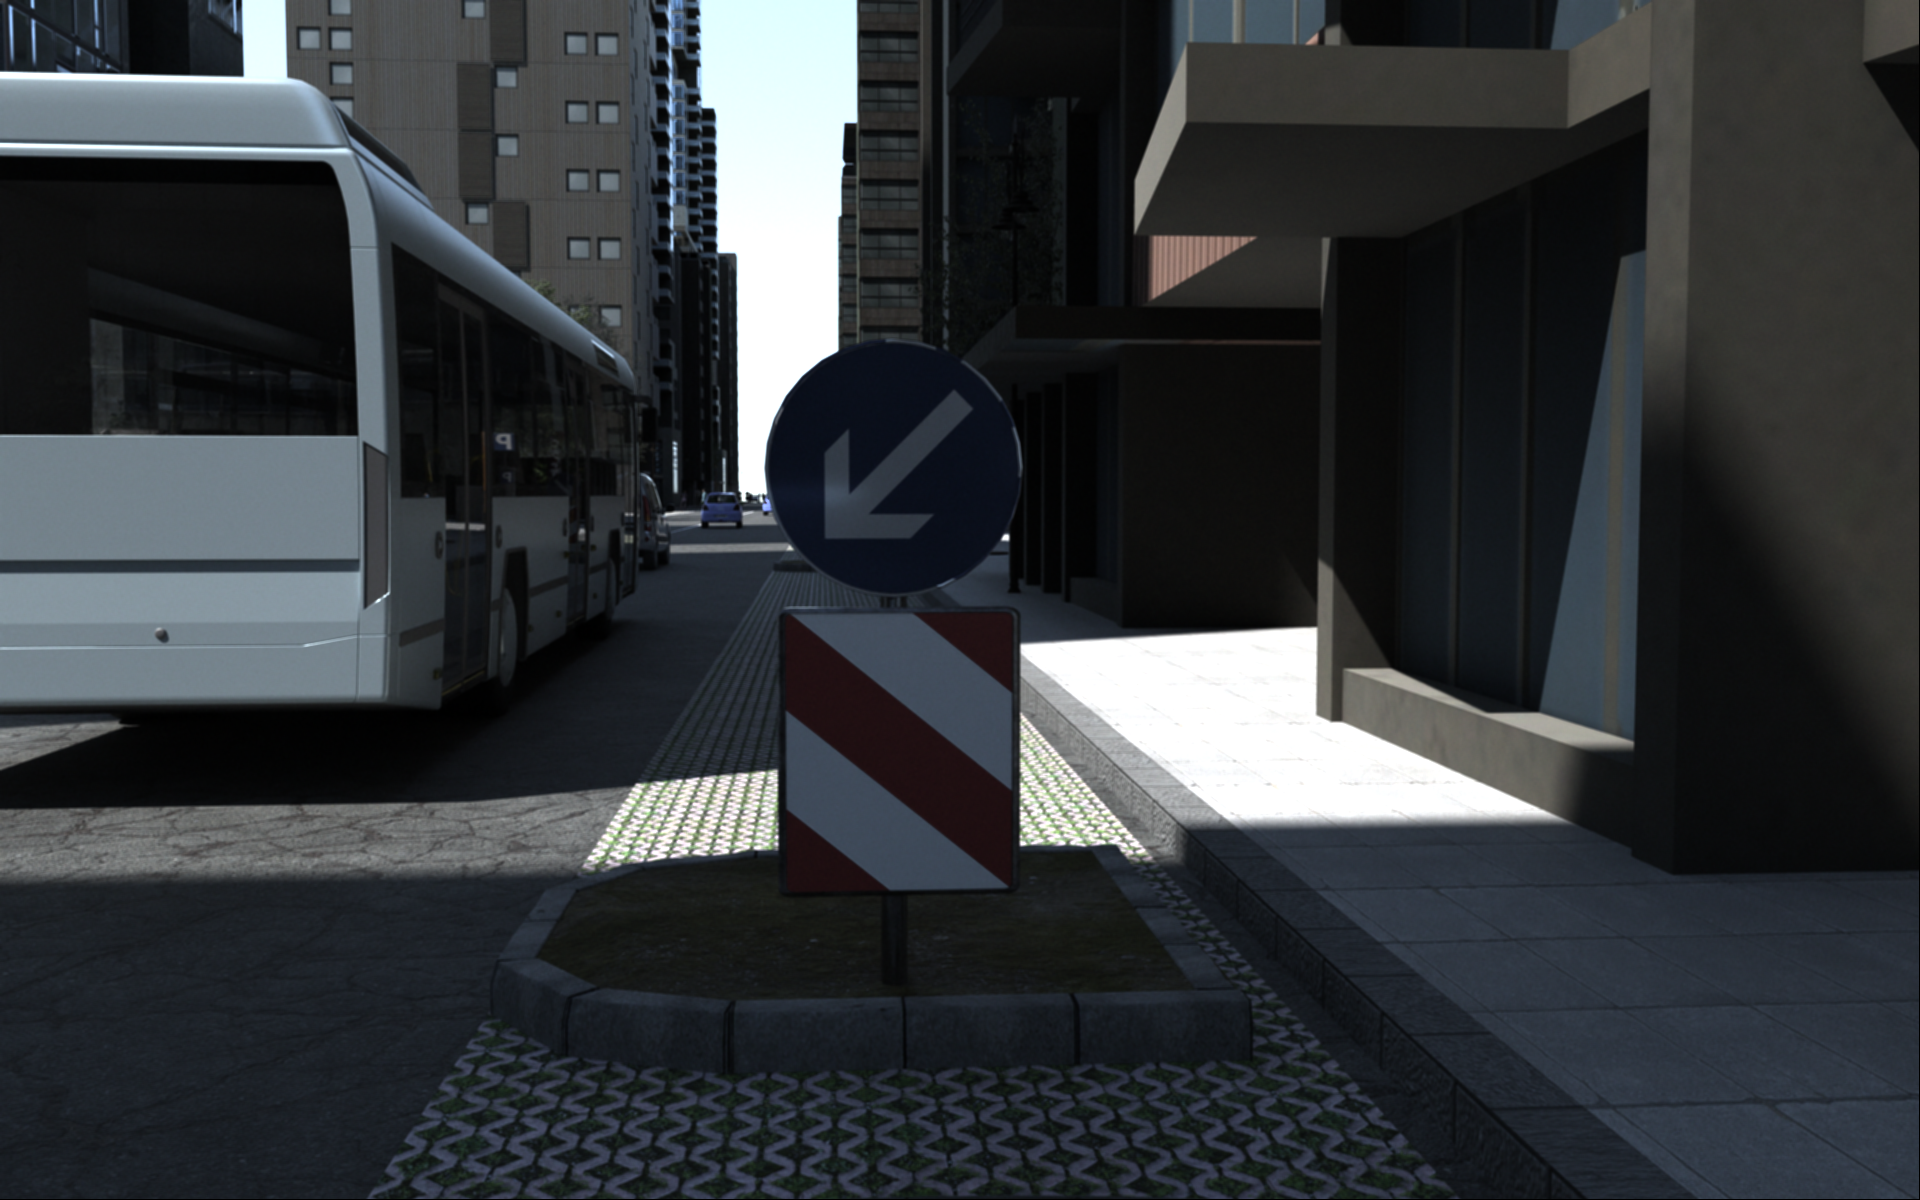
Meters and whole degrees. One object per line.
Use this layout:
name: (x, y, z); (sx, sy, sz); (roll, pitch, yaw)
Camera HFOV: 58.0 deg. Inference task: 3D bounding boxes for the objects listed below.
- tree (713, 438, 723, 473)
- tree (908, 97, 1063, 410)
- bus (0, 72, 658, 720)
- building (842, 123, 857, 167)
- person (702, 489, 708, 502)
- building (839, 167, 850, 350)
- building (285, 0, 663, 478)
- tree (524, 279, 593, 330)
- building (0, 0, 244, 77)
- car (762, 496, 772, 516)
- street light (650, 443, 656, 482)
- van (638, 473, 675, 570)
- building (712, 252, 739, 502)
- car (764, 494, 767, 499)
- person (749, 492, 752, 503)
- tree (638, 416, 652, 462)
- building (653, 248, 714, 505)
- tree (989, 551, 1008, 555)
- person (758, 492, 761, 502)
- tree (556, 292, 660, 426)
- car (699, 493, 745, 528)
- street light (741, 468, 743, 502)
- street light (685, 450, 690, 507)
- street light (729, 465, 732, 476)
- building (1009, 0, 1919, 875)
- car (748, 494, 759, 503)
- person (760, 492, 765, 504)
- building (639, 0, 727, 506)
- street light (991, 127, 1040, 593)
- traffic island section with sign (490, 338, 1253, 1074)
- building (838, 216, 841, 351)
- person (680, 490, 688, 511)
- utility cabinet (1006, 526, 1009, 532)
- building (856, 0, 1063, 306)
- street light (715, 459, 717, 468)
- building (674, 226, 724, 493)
tree: (-31.513, -16.256, 216.152); (4.737, 8.622, 4.395); (0, 3, 0)
tree: (0.961, -4.970, 31.620); (4.360, 8.622, 3.978); (0, 3, 0)
bus: (-4.437, -1.183, 14.199); (2.948, 3.499, 13.247); (0, 4, -5)
building: (-2.694, -33.525, 202.754); (22.147, 44.769, 28.867); (0, 4, -5)
person: (-18.566, -7.207, 126.352); (0.620, 1.820, 0.660); (1, 4, 16)
building: (-3.673, -23.519, 156.239); (14.160, 30.474, 14.107); (0, 4, -5)
building: (-40.931, -34.379, 151.331); (28.713, 52.752, 27.495); (0, 4, -5)
tree: (-22.456, -10.645, 92.165); (7.486, 12.596, 7.792); (0, 3, 0)
building: (-33.342, -44.801, 45.166); (31.000, 86.520, 22.319); (0, 4, -5)
car: (-12.386, -6.564, 116.907); (1.945, 1.707, 3.694); (0, 4, -4)
street light: (-24.990, -10.304, 141.264); (0.468, 5.910, 1.993); (0, 4, -5)
van: (-6.681, -1.660, 34.145); (2.013, 2.044, 4.112); (0, 4, -4)
building: (-43.854, -36.772, 284.819); (14.154, 41.232, 14.086); (0, 4, -5)
car: (-29.018, -15.632, 264.627); (2.155, 1.783, 4.494); (0, 4, -5)
person: (-32.389, -15.824, 268.146); (0.541, 1.710, 0.530); (0, 4, -2)
tree: (-24.295, -10.678, 124.948); (4.360, 8.622, 3.978); (0, 3, 0)
building: (-36.642, -26.454, 204.216); (14.160, 30.474, 14.107); (0, 4, -5)
tree: (0.647, -2.586, 36.879); (1.663, 3.219, 1.824); (0, 3, 0)
person: (-34.476, -17.637, 296.731); (0.599, 1.838, 0.709); (1, 4, 10)
tree: (-23.284, -11.869, 104.435); (12.009, 13.543, 11.850); (0, 3, 0)
car: (-10.125, -3.922, 73.723); (1.945, 1.707, 3.694); (0, 4, -6)
street light: (-37.235, -19.746, 295.626); (0.468, 5.910, 1.993); (0, 4, -5)
street light: (-27.860, -12.479, 176.820); (0.468, 5.910, 1.993); (0, 4, -5)
street light: (-34.418, -17.574, 260.129); (0.468, 5.910, 1.993); (0, 4, -5)
building: (11.332, -21.950, 13.501); (22.147, 44.769, 28.867); (0, 4, -5)
car: (-34.616, -17.029, 290.428); (2.014, 1.417, 4.499); (0, 4, -5)
person: (-29.615, -15.311, 259.366); (0.750, 1.759, 0.617); (-2, 4, -32)
building: (-46.356, -57.976, 260.585); (22.319, 86.520, 31.000); (0, 4, -5)
street light: (0.705, -3.032, 22.357); (0.468, 5.910, 1.993); (0, 4, -5)
traffic island section with sign: (-0.331, 0.209, 5.213); (1.989, 1.847, 2.006); (0, 4, -5)
building: (-11.010, -35.045, 256.571); (14.154, 41.232, 14.086); (0, 4, -5)
person: (-23.016, -8.281, 144.343); (0.683, 1.767, 0.568); (-1, 4, -14)
utility cabinet: (1.528, -3.008, 57.857); (1.173, 1.500, 0.318); (1, 4, 20)
building: (1.206, -19.919, 97.381); (14.160, 30.474, 14.107); (0, 4, -5)
street light: (-31.695, -15.416, 224.838); (0.468, 5.910, 1.993); (0, 4, -5)
building: (-48.509, -33.149, 233.863); (32.217, 40.220, 23.993); (0, 4, -5)
